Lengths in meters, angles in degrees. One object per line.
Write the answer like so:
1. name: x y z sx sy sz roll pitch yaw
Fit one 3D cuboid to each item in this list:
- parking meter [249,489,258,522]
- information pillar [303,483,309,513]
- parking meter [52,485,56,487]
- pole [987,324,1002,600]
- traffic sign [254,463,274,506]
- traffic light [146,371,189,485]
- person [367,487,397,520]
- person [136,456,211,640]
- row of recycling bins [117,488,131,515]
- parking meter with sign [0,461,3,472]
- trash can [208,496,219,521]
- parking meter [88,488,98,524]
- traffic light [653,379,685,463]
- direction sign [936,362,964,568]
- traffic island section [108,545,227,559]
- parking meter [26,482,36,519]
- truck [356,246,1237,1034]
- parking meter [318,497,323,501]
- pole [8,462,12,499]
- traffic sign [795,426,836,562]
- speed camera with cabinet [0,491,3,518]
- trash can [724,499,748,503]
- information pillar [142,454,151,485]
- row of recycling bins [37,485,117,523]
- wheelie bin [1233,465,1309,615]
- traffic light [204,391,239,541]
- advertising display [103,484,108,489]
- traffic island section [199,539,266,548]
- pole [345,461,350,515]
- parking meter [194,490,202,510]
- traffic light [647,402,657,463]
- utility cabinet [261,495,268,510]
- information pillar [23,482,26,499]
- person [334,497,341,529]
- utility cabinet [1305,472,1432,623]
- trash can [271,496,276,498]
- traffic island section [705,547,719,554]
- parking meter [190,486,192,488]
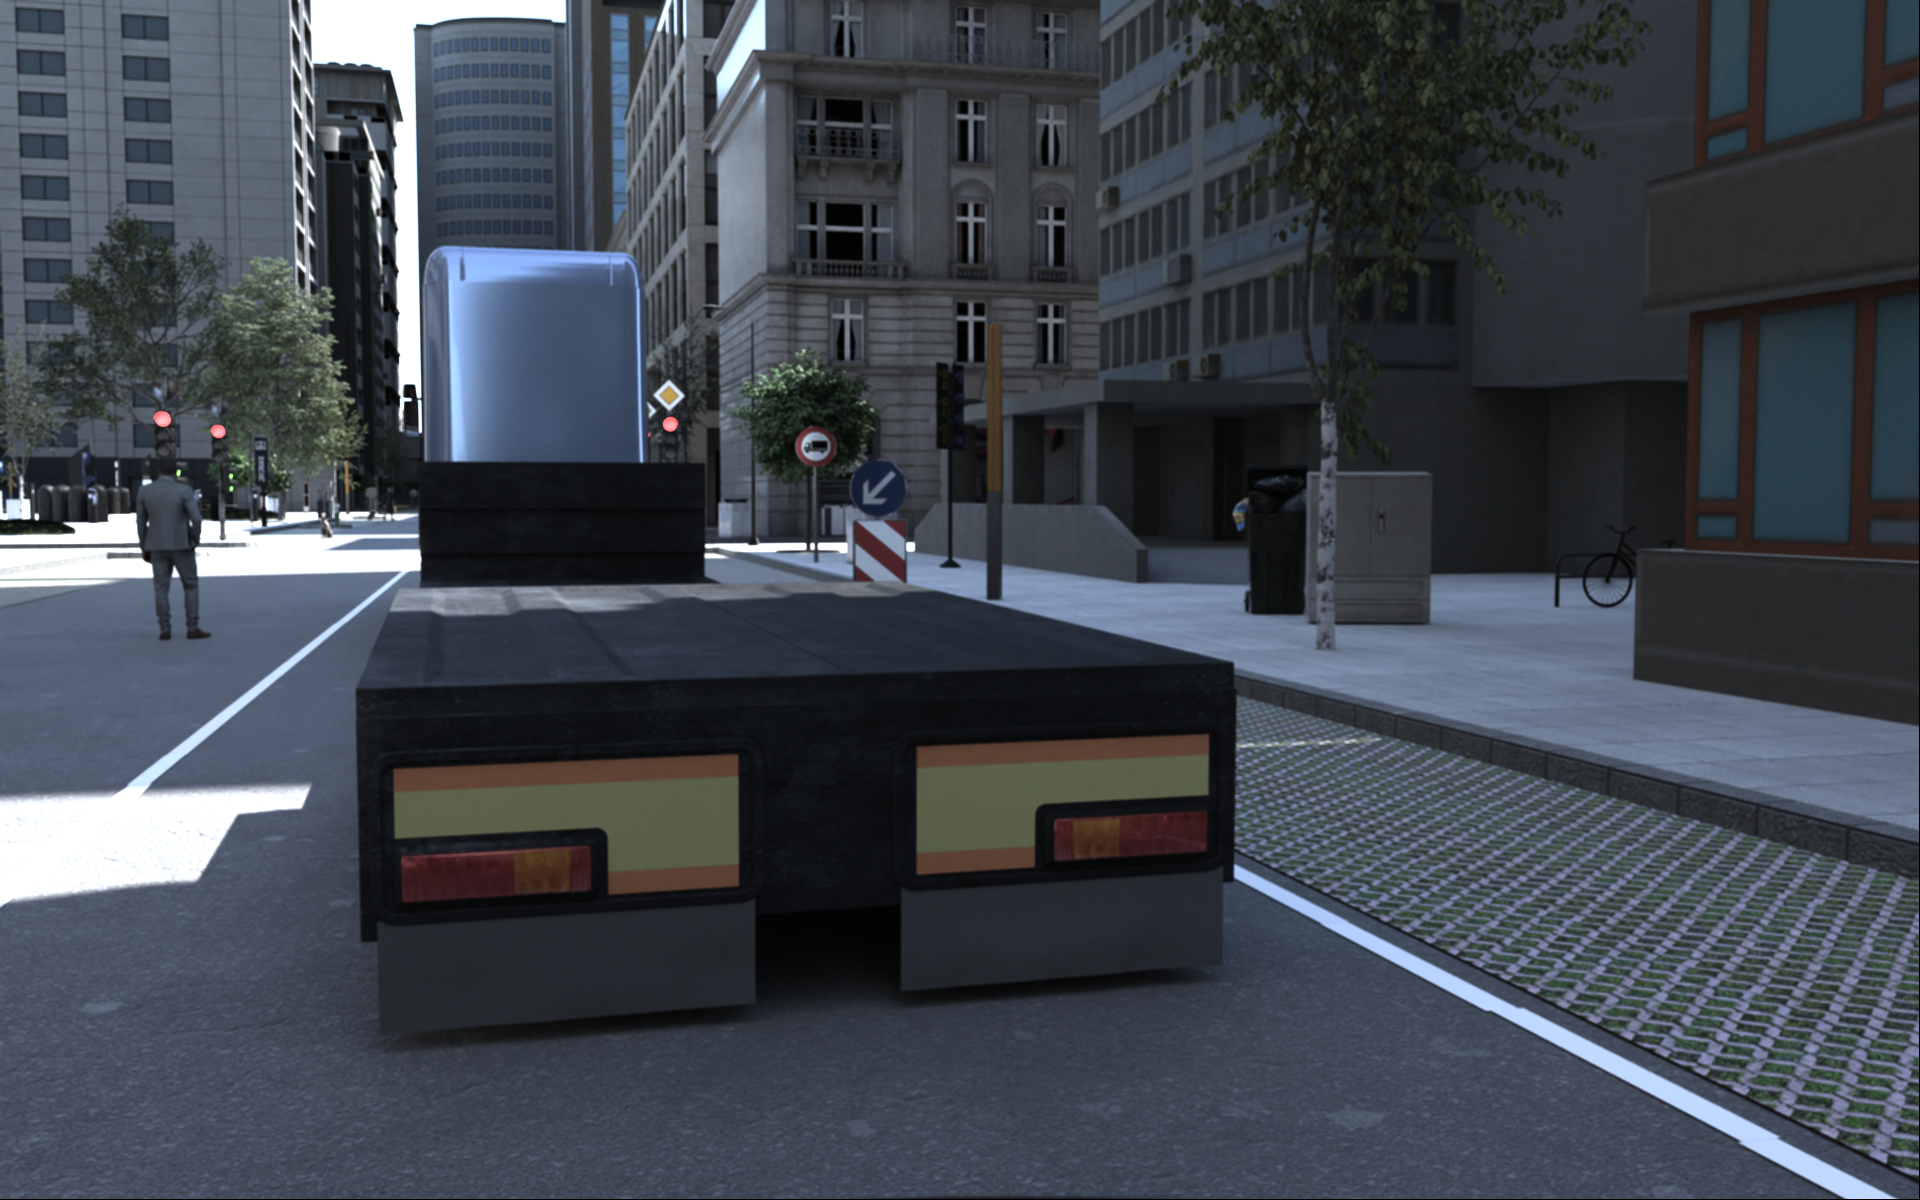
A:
1. parking meter: -32.649 -4.381 80.038 0.372 1.533 0.369 0 3 0
2. information pillar: -43.415 -6.756 114.954 0.304 2.012 0.304 -3 4 -36
3. parking meter: -57.516 -6.378 109.997 0.255 1.863 0.399 -2 4 -31
4. pole: 0.419 -1.659 20.968 0.158 3.312 0.155 0 3 0
5. traffic sign: -27.636 -4.200 68.780 0.768 2.556 0.104 0 4 -7
6. traffic light: -18.125 -3.100 39.600 0.839 4.253 0.868 -1 4 -15
7. person: -31.446 -5.237 94.342 1.509 1.804 0.699 0 4 0
8. person: -7.781 -0.520 17.095 0.635 1.810 0.391 -1 4 -16
9. row of recycling bins: -52.972 -6.138 107.469 1.069 1.692 3.534 1 4 19
10. parking meter with sign: -51.594 -5.884 92.457 0.543 3.016 1.738 -3 5 -44
11. trash can: -34.937 -4.269 81.456 0.748 1.137 0.748 0 3 0
12. parking meter: -37.622 -4.082 75.153 0.372 1.533 0.369 0 3 0
13. traffic light: -7.146 -3.278 42.515 0.839 4.253 0.868 -1 4 -15
14. direction sign: -0.171 -2.338 30.228 0.379 3.537 0.876 2 4 31
15. traffic island section: -18.167 -1.067 39.724 2.009 0.180 2.903 -1 4 -15
16. parking meter: -45.755 -4.867 85.290 0.255 1.863 0.399 0 4 -2
17. truck: -3.009 -1.457 13.574 2.967 4.110 18.799 -1 4 -16
18. parking meter: -42.695 -6.555 115.591 0.372 1.533 0.369 0 3 0
19. pole: -60.706 -7.150 110.746 0.158 3.312 0.155 0 3 0
20. traffic sign: -2.698 -1.978 32.445 0.768 2.556 0.104 -1 4 -10
21. speed camera with cabinet: -48.484 -5.639 86.526 0.660 3.252 2.038 -3 5 -44
22. trash can: -6.676 -2.448 51.686 0.748 1.137 0.748 0 3 0
23. information pillar: -47.330 -6.698 100.868 0.504 3.616 0.183 0 3 0
24. row of recycling bins: -39.926 -4.330 77.910 3.534 1.692 1.069 1 4 14
25. wheelie bin: 3.431 -0.654 18.595 0.980 1.594 0.693 0 4 6
26. traffic light: -20.171 -3.572 47.319 0.839 4.253 0.868 -1 4 -15
27. advertising display: -56.941 -6.741 115.436 0.123 1.923 0.974 -2 4 -35
28. traffic island section: -20.213 -1.539 47.443 2.009 0.180 2.903 -1 4 -15
29. pole: -37.275 -6.821 105.366 0.158 3.312 0.155 0 3 0
30. parking meter: -44.392 -5.657 100.907 0.372 1.533 0.369 0 3 0
31. traffic light: -9.192 -3.750 50.235 0.839 4.253 0.868 -1 4 -15
32. utility cabinet: -41.512 -5.637 103.322 0.306 1.237 1.020 -1 4 -16
33. information pillar: -59.026 -6.413 109.349 0.304 2.012 0.304 -1 4 -11
34. person: -25.335 -3.530 70.456 0.306 1.304 0.590 0 4 7
35. utility cabinet: 4.030 -0.515 17.106 1.173 1.500 0.318 0 4 3
36. trash can: -44.724 -6.229 113.491 0.748 1.137 0.748 0 3 0
37. traffic island section: -7.105 -1.245 42.640 2.009 0.180 2.903 -1 4 -15
38. parking meter: -50.138 -6.540 112.642 0.399 1.863 0.255 -2 4 -27
